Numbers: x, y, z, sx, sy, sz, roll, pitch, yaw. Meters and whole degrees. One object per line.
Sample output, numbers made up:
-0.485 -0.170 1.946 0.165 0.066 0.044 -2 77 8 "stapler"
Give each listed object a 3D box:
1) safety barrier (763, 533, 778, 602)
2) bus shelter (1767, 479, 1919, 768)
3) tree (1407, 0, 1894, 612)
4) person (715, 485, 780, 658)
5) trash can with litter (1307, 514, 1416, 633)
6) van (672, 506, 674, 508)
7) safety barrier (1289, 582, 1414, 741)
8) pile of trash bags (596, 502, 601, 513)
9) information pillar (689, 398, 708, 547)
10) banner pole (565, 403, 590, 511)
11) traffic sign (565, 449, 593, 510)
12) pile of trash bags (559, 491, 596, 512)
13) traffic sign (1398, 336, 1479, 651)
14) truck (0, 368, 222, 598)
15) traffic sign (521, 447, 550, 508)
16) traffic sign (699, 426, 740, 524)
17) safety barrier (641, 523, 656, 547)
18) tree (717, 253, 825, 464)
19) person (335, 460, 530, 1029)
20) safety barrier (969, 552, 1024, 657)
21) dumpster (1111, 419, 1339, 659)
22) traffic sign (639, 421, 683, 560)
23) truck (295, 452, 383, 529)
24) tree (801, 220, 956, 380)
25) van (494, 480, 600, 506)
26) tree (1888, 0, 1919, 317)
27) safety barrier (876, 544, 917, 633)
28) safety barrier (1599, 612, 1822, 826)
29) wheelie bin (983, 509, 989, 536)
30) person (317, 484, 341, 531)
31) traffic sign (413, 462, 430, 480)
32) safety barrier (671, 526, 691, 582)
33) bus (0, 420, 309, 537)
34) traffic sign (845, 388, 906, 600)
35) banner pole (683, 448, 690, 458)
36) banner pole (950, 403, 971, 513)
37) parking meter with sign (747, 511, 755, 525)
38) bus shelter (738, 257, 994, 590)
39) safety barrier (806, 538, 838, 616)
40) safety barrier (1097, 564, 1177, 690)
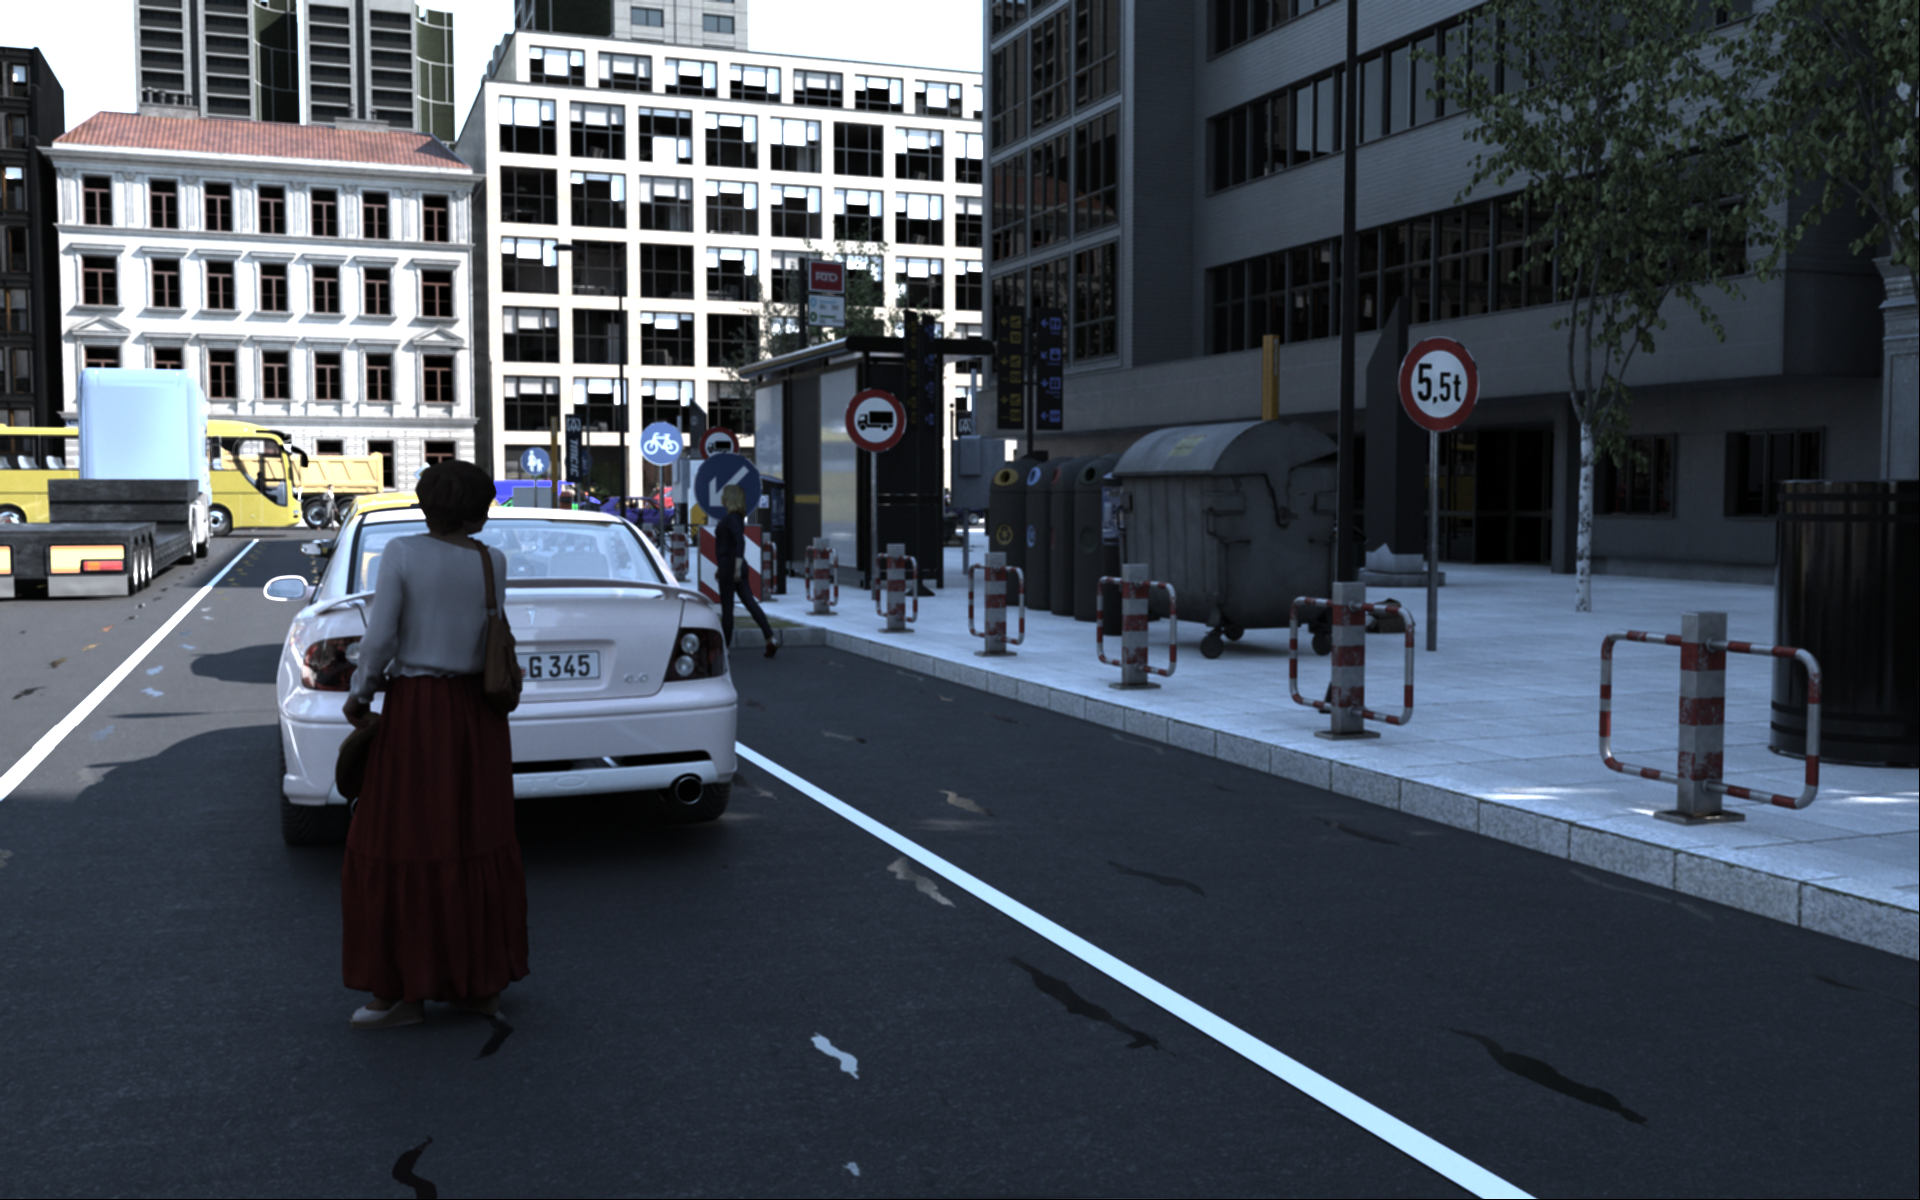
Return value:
-2.344 -0.392 20.688 0.300 0.817 1.120 -1 4 -21 "safety barrier"
5.615 -1.649 4.592 2.179 5.291 8.768 -1 4 -21 "bus shelter"
7.022 -4.171 18.553 4.737 8.622 4.395 0 3 0 "tree"
-1.907 -0.251 15.151 0.613 1.512 0.480 -1 4 -16 "person"
3.647 -0.286 16.068 1.055 1.170 0.624 -1 4 -18 "trash can with litter"
-10.418 -4.110 74.211 4.112 2.044 2.013 -1 4 -23 "van"
2.043 0.316 9.114 0.300 0.817 1.120 -1 4 -21 "safety barrier"
-29.596 -7.975 140.139 3.447 1.369 1.912 3 5 41 "pile of trash bags"
-6.349 -3.100 42.032 0.504 3.616 0.183 2 4 31 "information pillar"
-10.471 -3.531 47.747 0.863 3.779 0.401 -2 4 -24 "banner pole"
-10.641 -2.951 48.348 0.768 2.556 0.104 -1 4 -20 "traffic sign"
-21.073 -4.938 90.493 3.447 1.369 1.912 0 4 -1 "pile of trash bags"
3.861 -0.856 14.106 0.768 2.556 0.104 -1 4 -20 "traffic sign"
-15.632 -2.572 31.817 2.967 4.110 18.799 -1 4 -20 "truck"
-11.519 -2.870 47.037 0.768 2.556 0.104 -1 4 -12 "traffic sign"
-4.528 -1.986 32.583 0.768 2.556 0.104 -1 4 -17 "traffic sign"
-4.979 -0.817 27.636 0.300 0.817 1.120 -1 4 -21 "safety barrier"
-5.607 -6.311 53.543 4.360 8.622 3.978 0 3 0 "tree"
-1.435 0.381 4.745 0.523 1.526 0.387 -3 4 -37 "person"
0.282 0.032 13.748 0.300 0.817 1.120 -1 4 -21 "safety barrier"
2.192 -0.519 14.252 1.264 1.857 1.865 -1 4 -21 "dumpster"
-5.253 -1.859 30.504 0.768 2.556 0.104 -1 4 -13 "traffic sign"
-28.701 -4.561 70.497 9.791 3.379 3.469 -1 4 -21 "truck"
-2.449 -5.882 46.528 4.737 8.622 4.395 0 3 0 "tree"
-18.825 -4.530 78.448 5.245 2.365 2.240 -1 4 -21 "van"
7.022 -3.796 12.422 4.737 8.622 4.395 0 3 0 "tree"
-0.593 -0.109 16.064 0.300 0.817 1.120 -1 4 -21 "safety barrier"
2.913 0.457 6.801 0.300 0.817 1.120 -1 4 -21 "safety barrier"
1.053 -2.797 53.632 0.693 1.594 0.980 1 4 20 "wheelie bin"
-24.681 -3.623 67.706 0.822 1.834 0.622 0 4 4 "person"
-16.718 -3.100 54.320 0.795 2.450 0.064 -1 4 -21 "traffic sign"
-4.102 -0.676 25.326 0.300 0.817 1.120 -1 4 -21 "safety barrier"
-28.012 -4.006 57.053 12.252 3.916 2.896 -1 4 -20 "bus"
-1.029 -1.272 20.900 0.768 2.556 0.104 -1 4 -20 "traffic sign"
-14.615 -6.313 93.234 0.863 3.779 0.401 0 4 -1 "banner pole"
0.003 -3.532 47.762 0.863 3.779 0.401 1 4 10 "banner pole"
-5.779 -3.117 47.225 0.543 3.016 1.738 -3 5 -41 "parking meter with sign"
-2.052 -3.033 27.228 2.179 5.291 8.768 -1 4 -21 "bus shelter"
-1.470 -0.251 18.377 0.300 0.817 1.120 -1 4 -21 "safety barrier"
1.156 0.174 11.437 0.300 0.817 1.120 -1 4 -21 "safety barrier"
